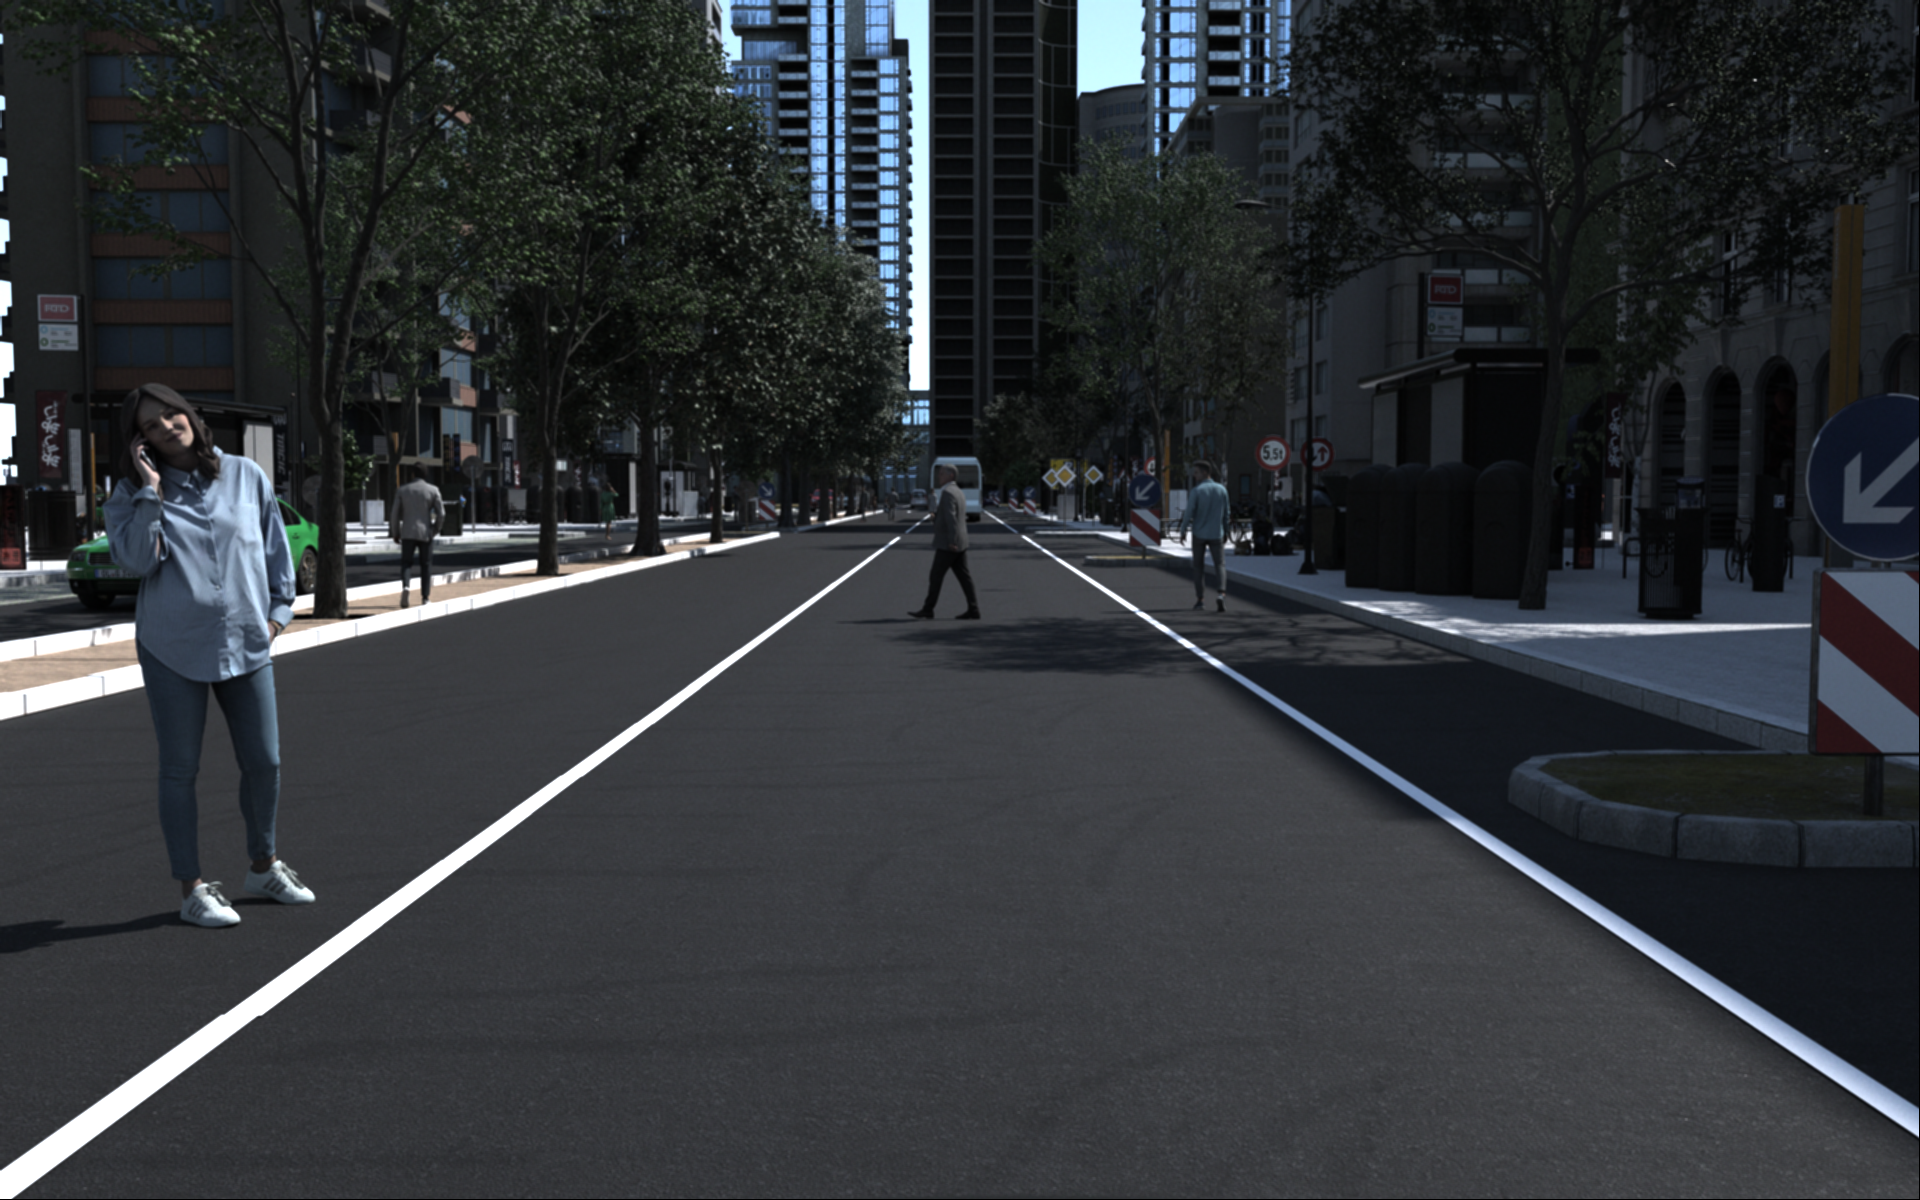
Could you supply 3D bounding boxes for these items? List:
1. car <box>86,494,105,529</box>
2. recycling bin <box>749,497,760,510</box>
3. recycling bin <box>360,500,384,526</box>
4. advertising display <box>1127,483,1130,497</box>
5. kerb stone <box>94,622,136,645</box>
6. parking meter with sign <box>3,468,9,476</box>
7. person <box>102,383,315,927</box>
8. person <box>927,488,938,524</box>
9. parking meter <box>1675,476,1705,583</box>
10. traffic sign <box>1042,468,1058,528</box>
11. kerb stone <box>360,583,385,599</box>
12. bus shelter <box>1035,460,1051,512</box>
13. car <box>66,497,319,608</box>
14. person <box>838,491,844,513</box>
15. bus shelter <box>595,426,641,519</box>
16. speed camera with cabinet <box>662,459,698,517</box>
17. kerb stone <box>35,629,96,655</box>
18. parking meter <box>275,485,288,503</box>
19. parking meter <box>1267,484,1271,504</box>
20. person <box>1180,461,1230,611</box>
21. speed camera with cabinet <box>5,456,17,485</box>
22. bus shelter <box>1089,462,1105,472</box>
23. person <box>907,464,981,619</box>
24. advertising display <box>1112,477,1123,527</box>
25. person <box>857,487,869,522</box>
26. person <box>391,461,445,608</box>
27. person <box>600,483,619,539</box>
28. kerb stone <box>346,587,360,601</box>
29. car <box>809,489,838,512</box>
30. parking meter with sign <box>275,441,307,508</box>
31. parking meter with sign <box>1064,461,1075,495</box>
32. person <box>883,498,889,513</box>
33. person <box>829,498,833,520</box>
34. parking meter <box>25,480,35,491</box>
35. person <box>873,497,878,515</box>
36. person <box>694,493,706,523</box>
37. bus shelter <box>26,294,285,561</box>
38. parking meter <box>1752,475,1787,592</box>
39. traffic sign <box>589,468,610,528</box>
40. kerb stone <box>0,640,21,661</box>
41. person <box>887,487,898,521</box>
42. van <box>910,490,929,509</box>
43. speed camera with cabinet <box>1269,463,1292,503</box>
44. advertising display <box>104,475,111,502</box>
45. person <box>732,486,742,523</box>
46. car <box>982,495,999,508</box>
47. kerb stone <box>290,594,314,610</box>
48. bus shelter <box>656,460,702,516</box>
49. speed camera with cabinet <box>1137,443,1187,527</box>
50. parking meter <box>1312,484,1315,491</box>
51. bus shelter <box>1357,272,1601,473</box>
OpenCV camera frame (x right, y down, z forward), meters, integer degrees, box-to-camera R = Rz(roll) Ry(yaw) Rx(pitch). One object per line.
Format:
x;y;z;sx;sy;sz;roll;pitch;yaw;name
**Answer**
-29.842;-3.194;61.023;4.718;1.807;1.959;0;4;-2;car
-16.110;-7.527;135.615;0.722;1.027;0.722;-2;4;-25;recycling bin
-23.656;-3.494;69.687;0.722;1.027;0.722;-3;5;-42;recycling bin
8.680;-5.298;91.841;0.974;1.923;0.123;3;4;38;advertising display
-8.211;0.331;16.800;0.120;0.150;1.000;0;3;0;kerb stone
-63.930;-7.403;117.303;1.738;3.016;0.543;2;4;25;parking meter with sign
-2.515;0.180;5.821;0.793;1.790;0.793;1;4;20;person
-1.303;-4.565;83.892;0.466;1.731;0.760;-3;5;-42;person
10.167;-0.962;24.148;0.372;1.533;0.369;0;3;0;parking meter
3.470;-3.781;65.464;0.795;2.450;0.064;0;3;0;traffic sign
-8.213;-0.108;23.964;0.120;0.150;1.000;0;3;0;kerb stone
6.268;-7.926;120.879;1.731;3.624;6.357;0;3;0;bus shelter
-10.132;-0.882;23.210;1.959;1.807;4.718;0;4;1;car
-8.992;-7.440;130.481;0.374;1.781;0.599;-2;4;-34;person
-17.679;-6.836;89.394;2.179;5.291;8.768;0;3;0;bus shelter
-15.996;-6.398;98.951;2.038;3.252;0.660;-3;4;-37;speed camera with cabinet
-8.207;0.392;15.778;0.120;0.150;1.000;0;3;0;kerb stone
-19.581;-2.542;49.968;0.372;1.533;0.369;0;3;0;parking meter
18.628;-6.010;103.981;0.399;1.863;0.255;-1;4;-23;parking meter
3.035;-0.794;21.348;0.638;1.841;0.748;0;4;-1;person
-48.997;-5.801;89.178;0.660;3.252;2.038;0;4;-7;speed camera with cabinet
8.405;-7.163;111.041;2.014;3.302;5.546;0;3;0;bus shelter
-0.181;-0.668;19.818;0.834;1.777;0.661;0;4;5;person
6.153;-3.813;67.558;0.123;1.923;0.974;-1;4;-13;advertising display
-4.948;-4.874;88.295;0.694;1.812;0.767;3;5;41;person
-6.837;-0.826;21.847;0.661;1.843;0.795;-1;4;-11;person
-11.157;-2.820;54.851;0.600;1.795;0.529;0;4;6;person
-8.217;-0.046;22.942;0.120;0.150;1.000;0;3;0;kerb stone
-10.894;-7.939;138.476;2.281;1.827;5.304;0;4;-2;car
-22.495;-3.722;57.116;1.738;3.016;0.543;-3;4;-36;parking meter with sign
5.769;-5.780;90.771;0.543;3.016;1.738;0;4;-1;parking meter with sign
-5.350;-7.047;129.211;0.738;1.151;1.012;2;4;30;person
-7.195;-4.979;94.926;0.505;1.210;0.382;1;4;13;person
-39.520;-4.152;73.600;0.399;1.863;0.255;-2;4;-30;parking meter
-5.915;-6.597;121.027;0.373;1.253;0.362;0;4;7;person
-12.969;-4.608;86.435;0.523;1.515;0.503;3;4;36;person
-17.385;-3.660;37.476;2.179;5.291;8.768;0;3;0;bus shelter
10.644;-0.878;22.773;0.372;1.533;0.369;0;3;0;parking meter
-13.625;-3.782;65.470;0.795;2.450;0.064;0;3;0;traffic sign
-8.215;0.455;14.757;0.120;0.150;1.000;0;3;0;kerb stone
-3.646;-5.206;93.823;0.606;1.804;0.583;0;4;-3;person
-3.847;-9.689;165.423;2.013;2.044;4.112;0;4;1;van
17.579;-6.159;95.043;0.660;3.252;2.038;-1;4;-11;speed camera with cabinet
-28.189;-3.239;58.169;0.974;1.923;0.123;-3;4;-38;advertising display
-11.122;-4.811;86.963;0.655;1.846;0.447;-1;4;-17;person
3.180;-10.244;180.066;1.945;1.354;3.894;0;3;0;car
-8.231;0.017;21.920;0.120;0.150;1.000;0;3;0;kerb stone
-16.949;-6.747;104.242;2.014;3.302;5.546;0;3;0;bus shelter
7.851;-4.458;67.217;2.038;3.252;0.660;3;5;44;speed camera with cabinet
8.723;-2.059;42.084;0.372;1.533;0.369;0;3;0;parking meter
8.129;-3.151;29.149;2.179;5.291;8.768;0;3;0;bus shelter
